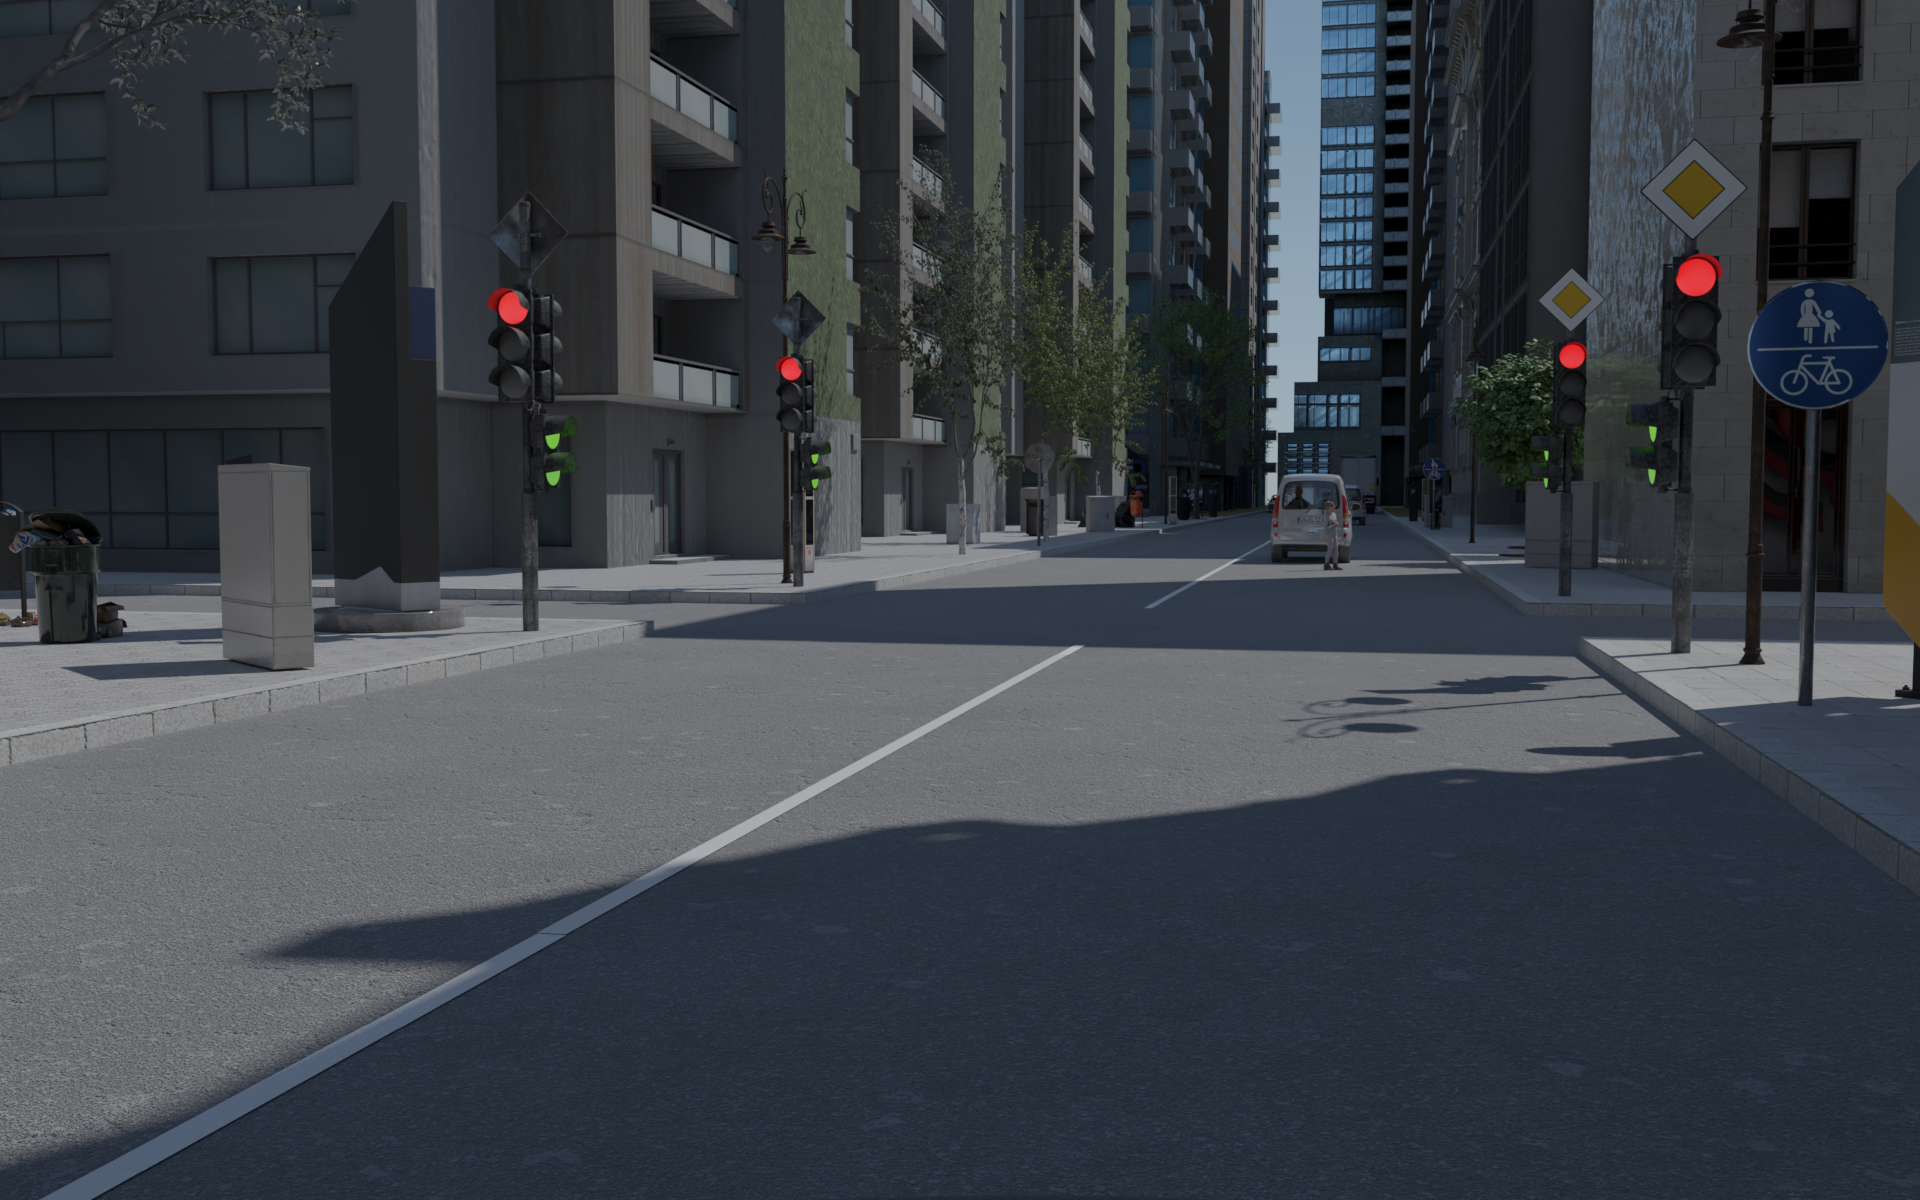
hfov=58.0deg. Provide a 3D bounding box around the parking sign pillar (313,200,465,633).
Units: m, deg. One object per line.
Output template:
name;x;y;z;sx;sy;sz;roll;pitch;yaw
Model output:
parking sign pillar;-5.515;-1.718;16.557;1.447;3.967;1.447;3;5;43

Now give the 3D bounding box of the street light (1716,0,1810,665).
street light;5.986;-2.454;12.909;0.468;5.910;1.993;1;4;13

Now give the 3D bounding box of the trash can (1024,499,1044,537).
trash can;2.308;-2.496;52.469;0.748;1.137;0.748;0;3;0

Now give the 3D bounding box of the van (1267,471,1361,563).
van;7.640;-1.864;37.495;2.013;2.044;4.112;1;4;13

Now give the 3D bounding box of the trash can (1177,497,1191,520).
trash can;10.895;-4.444;84.319;0.748;1.137;0.748;0;3;0

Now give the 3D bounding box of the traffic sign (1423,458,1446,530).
traffic sign;16.754;-3.737;61.200;0.768;2.556;0.104;1;4;19

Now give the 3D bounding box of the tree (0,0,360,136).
tree;-6.135;-6.058;9.427;12.009;13.543;11.850;0;3;0

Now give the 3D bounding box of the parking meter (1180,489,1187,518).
parking meter;11.667;-5.016;90.423;0.372;1.533;0.369;0;3;0

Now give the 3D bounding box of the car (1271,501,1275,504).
car;20.668;-5.914;109.062;2.083;1.381;4.827;1;4;11

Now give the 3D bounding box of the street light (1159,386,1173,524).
street light;8.836;-6.202;74.191;0.468;5.910;1.993;1;4;13

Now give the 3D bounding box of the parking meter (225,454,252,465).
parking meter;-10.598;-1.207;25.450;0.399;1.863;0.255;-2;4;-25

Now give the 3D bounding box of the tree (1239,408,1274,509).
tree;24.585;-11.934;145.482;4.360;8.622;3.978;0;3;0

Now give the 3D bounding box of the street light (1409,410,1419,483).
street light;24.624;-7.420;94.103;0.468;5.910;1.993;1;4;13

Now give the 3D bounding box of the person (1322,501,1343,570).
person;7.007;-1.210;32.564;0.394;1.301;0.425;2;4;27

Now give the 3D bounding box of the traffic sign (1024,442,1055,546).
traffic sign;1.949;-2.605;42.696;0.768;2.556;0.104;1;4;15

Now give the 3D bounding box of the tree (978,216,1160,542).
tree;2.536;-5.869;46.322;4.737;8.622;4.395;0;3;0

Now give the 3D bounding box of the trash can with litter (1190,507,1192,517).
trash can with litter;12.890;-5.235;96.973;0.624;1.170;1.055;-1;4;-17

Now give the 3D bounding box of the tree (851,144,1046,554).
tree;-0.040;-5.262;36.391;4.360;8.622;3.978;0;3;0

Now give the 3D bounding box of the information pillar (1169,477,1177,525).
information pillar;8.953;-4.182;72.873;0.304;2.012;0.304;0;4;-2

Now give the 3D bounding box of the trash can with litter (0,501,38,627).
trash can with litter;-9.772;-0.369;17.095;2.233;1.210;1.678;0;4;7

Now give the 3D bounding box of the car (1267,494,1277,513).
car;24.675;-7.423;133.375;2.014;1.417;4.499;1;4;13

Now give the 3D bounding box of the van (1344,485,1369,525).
van;18.033;-4.506;80.687;2.013;2.044;4.112;1;4;12

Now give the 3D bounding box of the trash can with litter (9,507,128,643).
trash can with litter;-7.787;-0.233;15.203;0.624;1.170;1.055;0;4;-4

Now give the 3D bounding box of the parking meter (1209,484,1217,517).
parking meter;13.945;-5.495;95.553;0.255;1.863;0.399;-2;4;-33

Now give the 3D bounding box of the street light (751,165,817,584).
street light;-2.490;-3.178;24.741;0.468;5.910;1.993;1;4;13

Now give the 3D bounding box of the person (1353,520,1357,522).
person;19.784;-4.840;87.726;0.635;1.810;0.391;2;4;26

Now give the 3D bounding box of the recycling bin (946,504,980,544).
recycling bin;0.085;-1.963;44.642;0.722;1.027;0.722;1;4;17

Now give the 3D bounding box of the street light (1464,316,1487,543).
street light;13.405;-4.426;45.158;0.468;5.910;1.993;1;4;13

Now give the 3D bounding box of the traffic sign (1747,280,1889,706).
traffic sign;5.125;-0.631;10.425;0.768;2.556;0.104;1;4;18

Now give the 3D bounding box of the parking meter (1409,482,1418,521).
parking meter;21.277;-4.623;81.303;0.399;1.863;0.255;2;4;26

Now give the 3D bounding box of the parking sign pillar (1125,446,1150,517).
parking sign pillar;9.885;-6.611;96.570;1.447;3.967;1.447;-1;4;-15

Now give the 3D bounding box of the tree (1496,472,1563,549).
tree;13.528;-2.815;40.621;1.663;3.219;1.824;0;3;0

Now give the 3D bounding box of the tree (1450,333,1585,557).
tree;11.789;-3.174;35.606;4.285;4.588;4.351;0;3;0

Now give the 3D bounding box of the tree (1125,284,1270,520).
tree;11.854;-9.891;87.471;9.928;11.665;9.643;0;3;0
